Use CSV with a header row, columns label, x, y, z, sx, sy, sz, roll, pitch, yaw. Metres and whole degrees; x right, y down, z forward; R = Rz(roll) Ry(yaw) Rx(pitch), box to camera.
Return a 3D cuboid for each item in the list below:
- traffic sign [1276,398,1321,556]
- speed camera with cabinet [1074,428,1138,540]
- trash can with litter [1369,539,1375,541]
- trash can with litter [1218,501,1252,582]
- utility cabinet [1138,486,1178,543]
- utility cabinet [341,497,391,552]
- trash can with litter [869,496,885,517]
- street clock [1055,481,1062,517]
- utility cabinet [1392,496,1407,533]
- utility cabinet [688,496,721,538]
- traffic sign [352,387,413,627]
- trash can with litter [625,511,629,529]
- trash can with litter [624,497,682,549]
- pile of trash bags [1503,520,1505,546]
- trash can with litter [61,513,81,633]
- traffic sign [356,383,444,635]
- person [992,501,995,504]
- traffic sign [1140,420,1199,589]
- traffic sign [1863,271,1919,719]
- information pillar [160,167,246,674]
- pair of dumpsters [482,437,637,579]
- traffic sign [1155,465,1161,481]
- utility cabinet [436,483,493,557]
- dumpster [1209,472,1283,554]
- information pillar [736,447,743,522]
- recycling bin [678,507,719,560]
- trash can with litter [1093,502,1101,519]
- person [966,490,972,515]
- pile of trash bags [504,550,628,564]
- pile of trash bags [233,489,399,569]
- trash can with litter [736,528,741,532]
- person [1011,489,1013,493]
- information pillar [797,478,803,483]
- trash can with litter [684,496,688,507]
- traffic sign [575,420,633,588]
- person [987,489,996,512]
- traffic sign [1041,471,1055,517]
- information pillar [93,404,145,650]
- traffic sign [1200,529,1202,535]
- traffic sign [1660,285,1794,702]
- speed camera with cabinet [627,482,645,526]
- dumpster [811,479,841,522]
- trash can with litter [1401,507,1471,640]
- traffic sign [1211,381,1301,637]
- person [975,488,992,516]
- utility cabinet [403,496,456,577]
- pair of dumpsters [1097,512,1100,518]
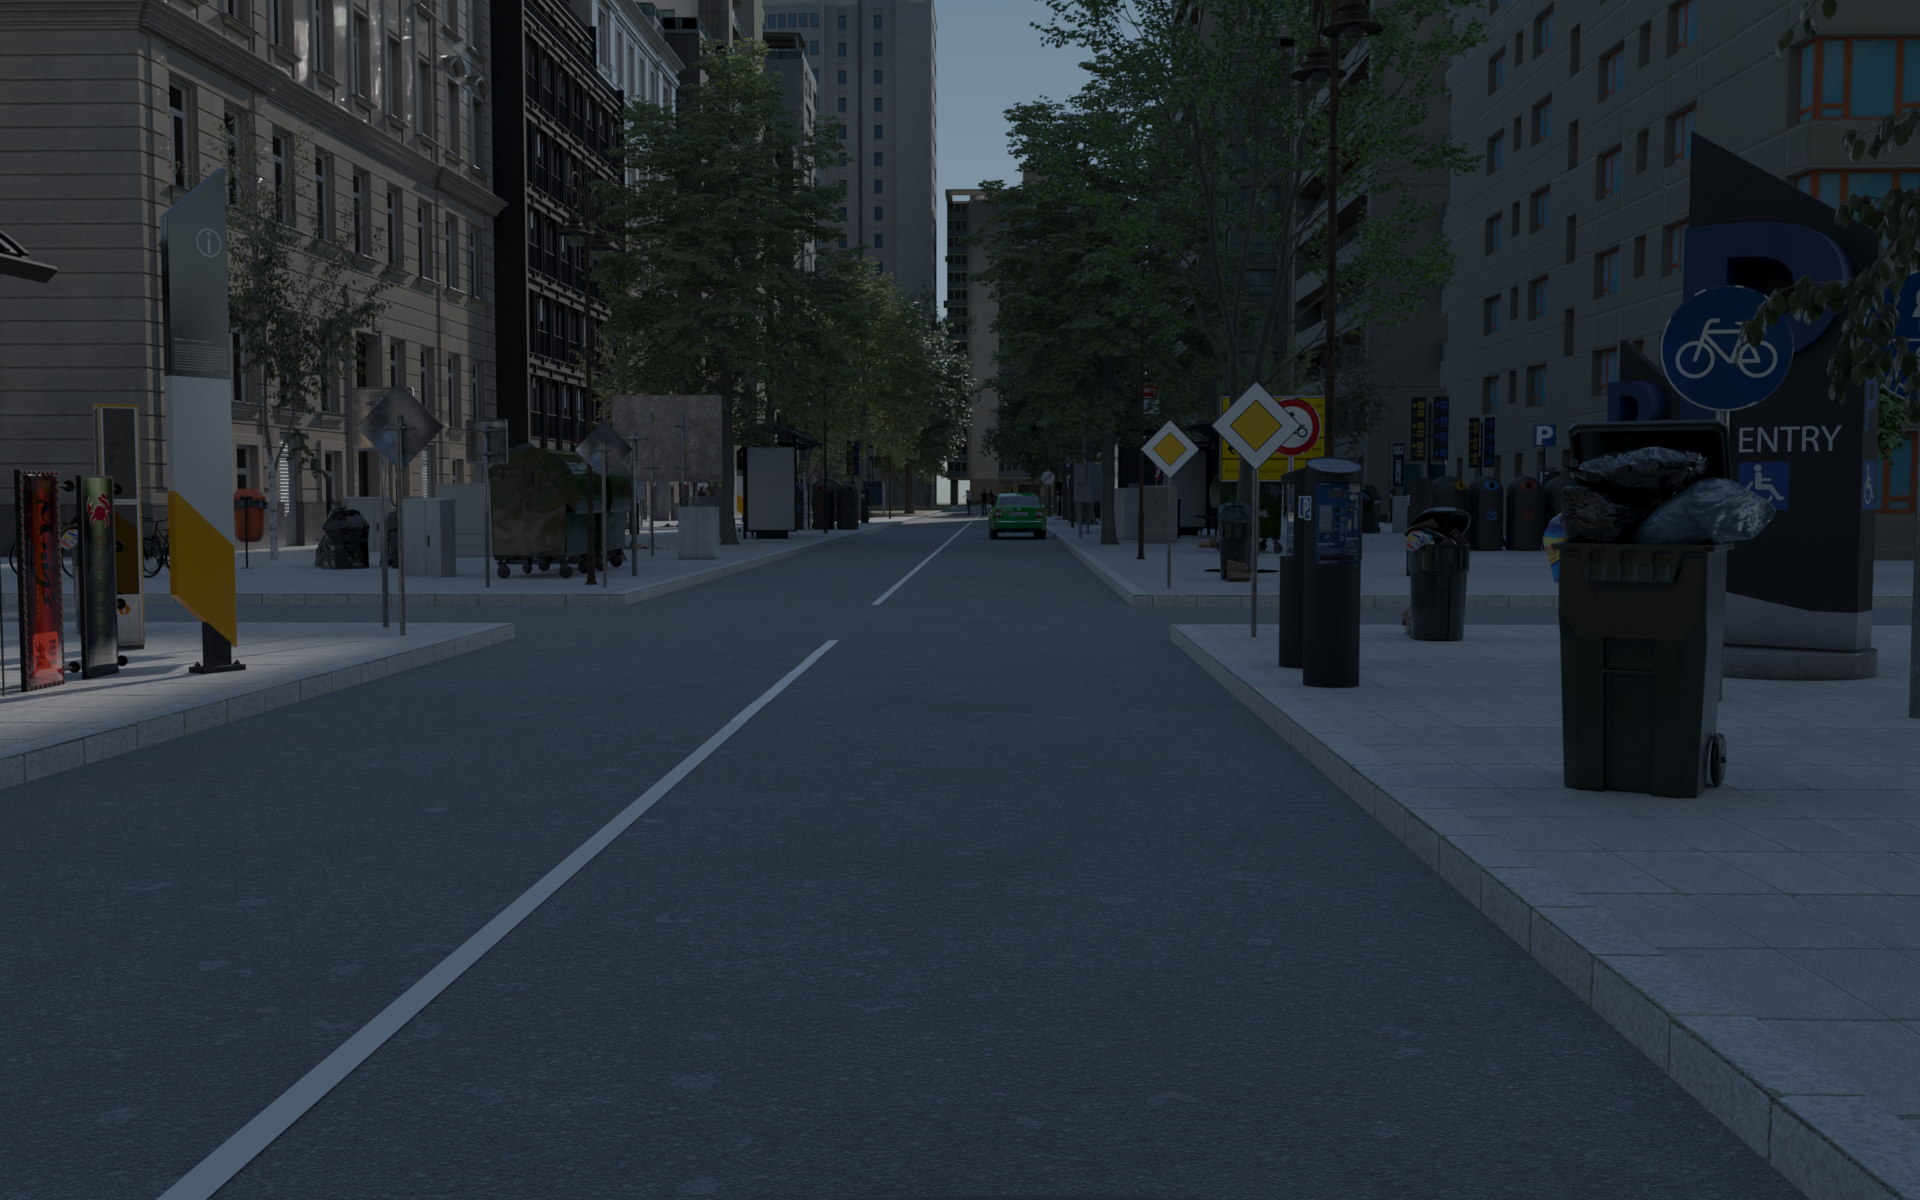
label,x,y,z,sx,sy,sz,roll,pitch,yaw
traffic sign,4.402,-1.405,23.072,0.768,2.556,0.104,0,4,5
speed camera with cabinet,4.160,-3.361,49.283,0.660,3.252,2.038,-3,5,-43
trash can with litter,10.225,-2.226,47.452,2.233,1.210,1.678,2,4,35
trash can with litter,4.159,-0.872,25.648,0.624,1.170,1.055,0,4,2
utility cabinet,5.165,-2.242,45.336,0.318,1.500,1.173,-3,4,-38
utility cabinet,-13.182,-1.672,38.492,1.020,1.237,0.306,-3,5,-44
trash can with litter,-5.447,-5.229,96.550,2.233,1.210,1.678,2,4,31
street clock,5.684,-5.778,99.041,0.471,2.002,0.358,0,4,-4
utility cabinet,14.790,-2.811,57.129,1.020,1.237,0.306,3,4,39
utility cabinet,-7.412,-2.408,50.525,1.020,1.237,0.306,-3,4,-36
traffic sign,-5.534,-0.887,16.636,0.606,2.300,0.079,0,4,5
trash can with litter,-12.310,-3.184,63.454,0.624,1.170,1.055,-2,4,-31
trash can with litter,-7.628,-1.825,40.889,1.678,1.210,2.233,-1,4,-17
pile of trash bags,12.645,-2.025,42.856,1.912,1.369,3.447,2,4,30
trash can with litter,-8.074,-0.290,16.130,0.624,1.170,1.055,-2,4,-33
traffic sign,-5.061,-0.736,15.677,0.795,2.450,0.064,0,4,1
person,2.711,-6.553,118.899,1.065,1.426,0.557,0,4,1
traffic sign,2.832,-1.211,23.445,0.795,2.450,0.064,0,4,1
traffic sign,5.485,-0.596,9.852,0.768,2.556,0.104,0,4,7
information pillar,-5.415,-1.284,12.352,0.183,3.616,0.504,2,4,31
pair of dumpsters,-6.462,-1.571,28.187,1.574,2.255,4.437,0,4,1
traffic sign,7.459,-4.093,67.020,0.768,2.556,0.104,1,4,9
utility cabinet,-10.015,-1.621,35.187,1.173,1.500,0.318,-2,4,-26
dumpster,6.351,-2.179,38.116,1.502,2.255,1.985,0,4,2
information pillar,-9.886,-5.337,78.614,0.504,3.616,0.183,0,4,-6
recycling bin,-5.149,-1.321,34.156,0.722,1.027,0.722,0,4,0
trash can with litter,7.338,-4.781,89.223,2.233,1.210,1.678,2,4,28
person,0.522,-6.595,117.259,0.436,1.711,0.756,2,4,34
pile of trash bags,-7.222,-1.425,33.044,1.912,1.369,3.447,1,4,11
pile of trash bags,-10.936,-1.255,30.268,3.447,1.369,1.912,-1,4,-11
trash can with litter,-6.853,-2.899,58.453,2.233,1.210,1.678,-2,4,-28
person,3.835,-7.336,128.444,1.348,1.824,0.705,-2,4,-24
information pillar,-7.165,-4.453,77.302,0.304,2.012,0.304,3,4,38
trash can with litter,-11.175,-3.499,68.261,1.678,1.210,2.233,2,4,28
traffic sign,-4.859,-1.224,23.660,0.795,2.450,0.064,0,4,1
person,2.498,-7.921,138.035,0.705,1.821,1.348,3,4,37
traffic sign,4.857,-5.848,95.721,0.768,2.556,0.104,0,4,8
information pillar,-6.937,-0.599,14.292,0.304,2.012,0.304,-2,4,-33
traffic sign,7.582,-3.328,54.415,0.884,2.594,0.081,0,4,2
traffic sign,4.678,-0.645,10.654,0.768,2.556,0.104,1,4,10
speed camera with cabinet,-13.198,-4.616,69.813,0.660,3.252,2.038,-1,4,-22
dumpster,-4.960,-3.651,65.447,1.264,1.857,1.865,0,4,1
trash can with litter,4.162,-0.250,15.468,0.624,1.170,1.055,0,4,0
traffic sign,2.630,-0.723,15.463,0.795,2.450,0.064,0,4,1
person,1.588,-6.538,115.403,1.348,1.822,0.705,2,4,32
utility cabinet,-8.304,-0.972,27.047,1.020,1.237,0.306,3,4,37
pair of dumpsters,8.125,-5.633,94.600,1.574,2.255,4.437,0,4,1
